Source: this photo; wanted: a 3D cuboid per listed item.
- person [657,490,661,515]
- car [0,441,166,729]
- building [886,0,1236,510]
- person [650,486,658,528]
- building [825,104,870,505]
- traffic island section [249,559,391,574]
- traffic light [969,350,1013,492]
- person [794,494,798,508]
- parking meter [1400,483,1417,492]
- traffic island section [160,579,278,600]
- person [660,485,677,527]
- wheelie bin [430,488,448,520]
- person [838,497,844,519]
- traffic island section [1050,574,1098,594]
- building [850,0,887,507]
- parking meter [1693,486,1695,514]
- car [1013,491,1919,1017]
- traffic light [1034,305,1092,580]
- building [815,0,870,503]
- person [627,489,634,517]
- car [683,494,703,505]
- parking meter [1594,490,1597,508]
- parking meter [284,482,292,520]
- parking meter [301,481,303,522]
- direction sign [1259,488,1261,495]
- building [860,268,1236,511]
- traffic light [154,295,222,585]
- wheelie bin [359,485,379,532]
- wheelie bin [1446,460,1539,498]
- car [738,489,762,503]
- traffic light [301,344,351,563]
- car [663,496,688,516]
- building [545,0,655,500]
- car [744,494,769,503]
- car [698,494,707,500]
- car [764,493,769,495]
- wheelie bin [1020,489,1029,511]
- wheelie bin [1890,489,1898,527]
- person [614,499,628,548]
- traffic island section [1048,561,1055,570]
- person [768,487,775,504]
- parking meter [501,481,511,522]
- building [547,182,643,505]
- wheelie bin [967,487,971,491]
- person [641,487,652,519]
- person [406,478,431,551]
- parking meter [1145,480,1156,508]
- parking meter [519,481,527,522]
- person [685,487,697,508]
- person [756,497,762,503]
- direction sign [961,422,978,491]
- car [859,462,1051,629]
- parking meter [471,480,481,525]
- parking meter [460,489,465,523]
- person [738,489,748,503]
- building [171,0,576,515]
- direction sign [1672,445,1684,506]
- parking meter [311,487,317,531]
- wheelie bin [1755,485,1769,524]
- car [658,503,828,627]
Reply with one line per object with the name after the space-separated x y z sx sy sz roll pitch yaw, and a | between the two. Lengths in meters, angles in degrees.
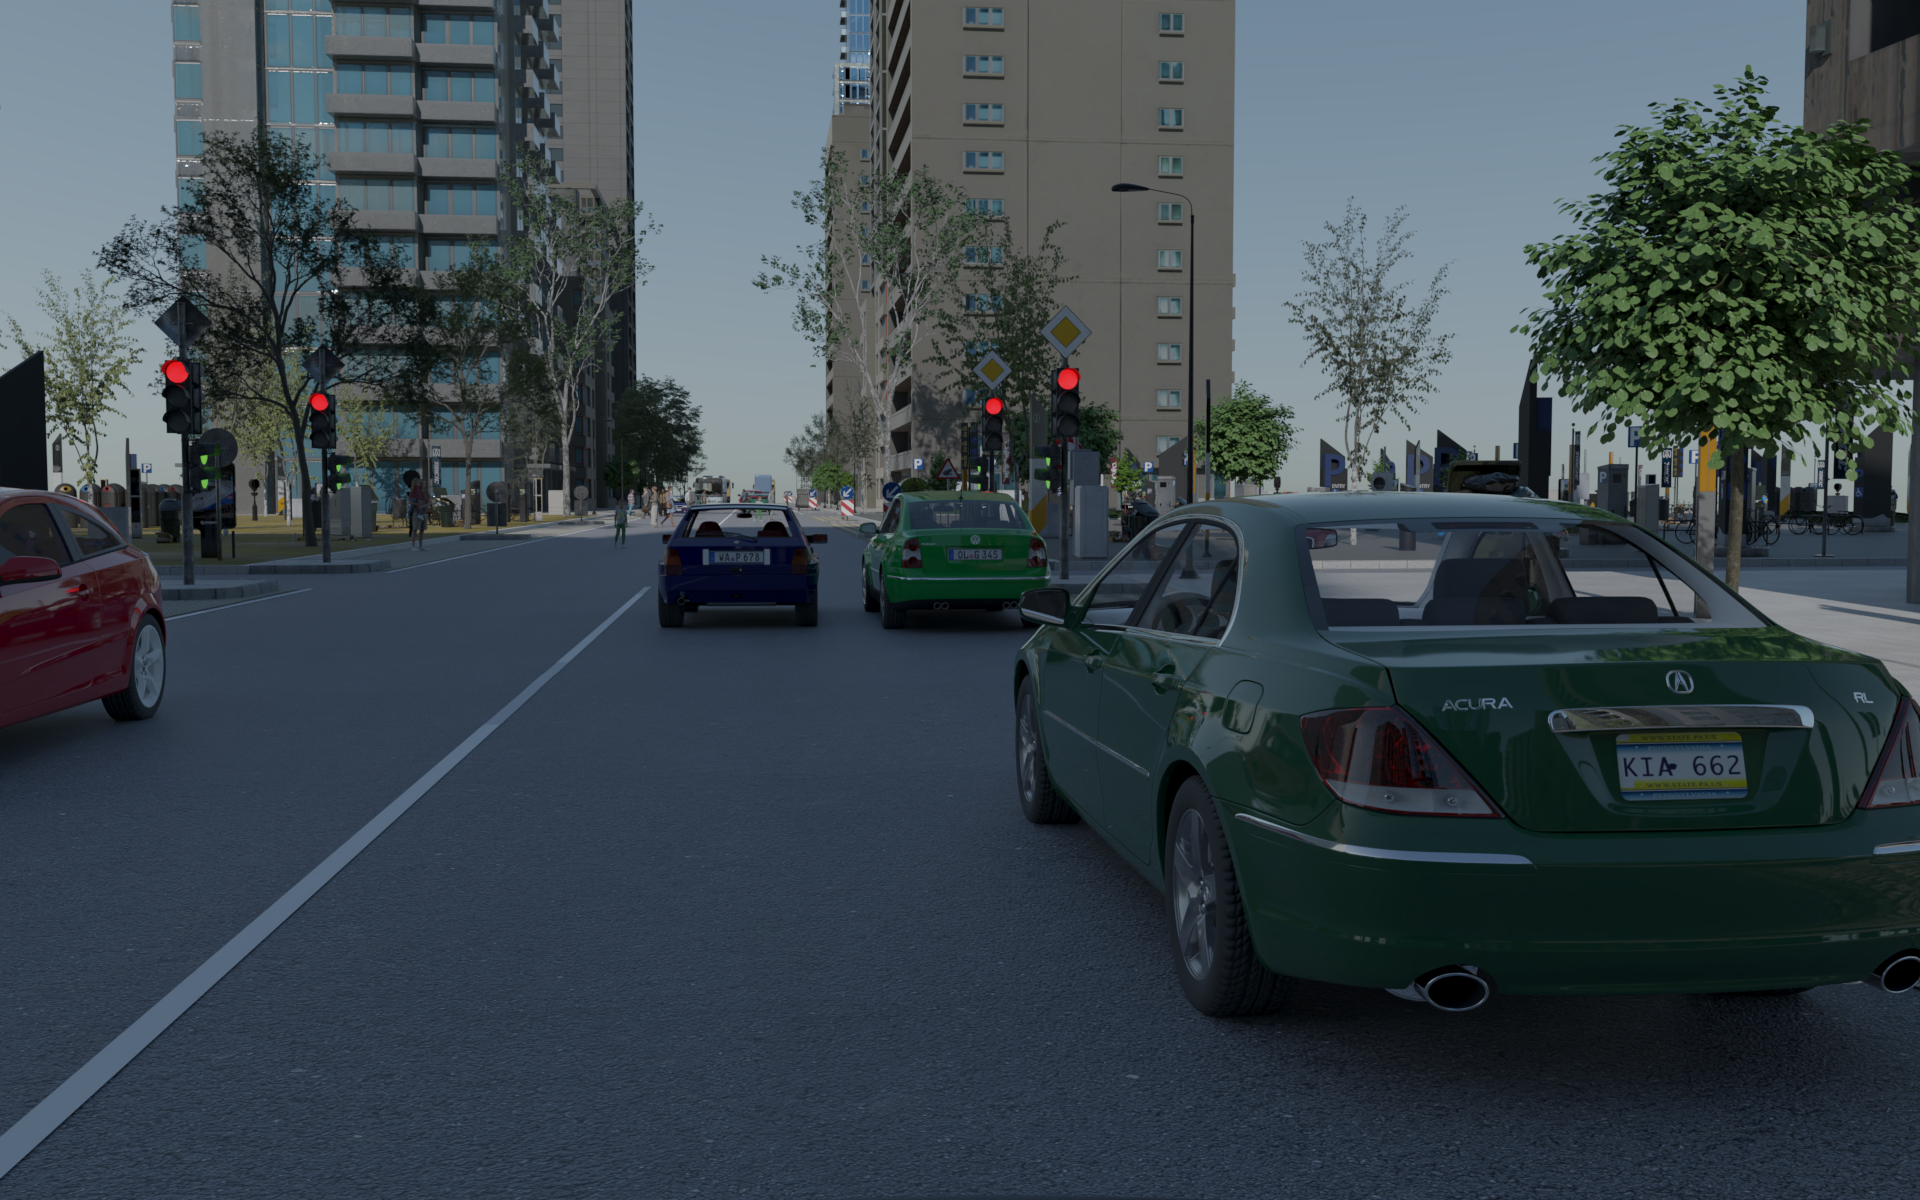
-20.916 -6.797 120.355 0.721 1.735 1.217 3 5 43 | person
-5.863 -0.027 9.481 2.155 1.783 4.494 0 4 -7 | car
6.286 -30.454 121.622 21.300 48.544 21.600 0 4 -7 | building
-13.064 -3.968 73.927 0.362 1.759 0.519 0 4 3 | person
-5.432 -36.026 212.723 21.300 48.544 21.600 0 4 -7 | building
-11.907 -0.626 32.516 2.009 0.180 2.903 0 4 -7 | traffic island section
0.606 -2.750 33.880 0.839 4.253 0.868 0 4 -7 | traffic light
-16.667 -10.289 177.657 0.756 1.711 0.436 -3 4 -36 | person
10.172 -1.891 39.331 0.372 1.533 0.369 0 3 0 | parking meter
-10.963 -0.141 24.586 2.009 0.180 2.903 0 4 -7 | traffic island section
-12.740 -4.103 75.677 0.778 1.811 0.616 1 4 9 | person
-25.378 -4.676 84.369 0.980 1.594 0.693 -3 4 -36 | wheelie bin
-6.630 -5.175 97.376 0.475 1.303 0.640 -2 4 -23 | person
1.591 -0.232 26.070 2.009 0.180 2.903 0 4 -7 | traffic island section
-0.237 -44.835 171.302 20.563 71.187 20.611 0 4 -7 | building
46.001 -6.268 108.191 0.399 1.863 0.255 0 4 3 | parking meter
1.361 0.338 6.272 2.131 1.459 4.920 0 4 -7 | car
1.550 -2.265 25.951 0.839 4.253 0.868 0 4 -7 | traffic light
-9.527 -57.438 251.787 22.319 86.520 31.000 0 4 -7 | building
-20.417 -5.995 107.351 0.643 1.720 0.563 -2 4 -35 | person
-22.075 -7.968 142.067 2.131 1.459 4.920 0 4 -6 | car
25.074 -3.640 67.918 0.372 1.533 0.369 0 3 0 | parking meter
-32.972 -4.849 84.994 0.255 1.863 0.399 0 4 3 | parking meter
-29.647 -4.459 78.613 0.255 1.863 0.399 2 4 24 | parking meter
9.855 -3.969 56.886 0.379 3.537 0.876 1 4 20 | direction sign
6.148 -18.572 148.693 27.650 21.520 28.899 0 4 -7 | building
-10.922 -2.173 24.457 0.839 4.253 0.868 0 4 -7 | traffic light
-20.044 -3.081 58.285 0.693 1.594 0.980 1 4 13 | wheelie bin
4.944 -0.508 16.221 0.980 1.594 0.693 0 4 5 | wheelie bin
-17.557 -8.393 145.903 2.281 1.827 5.304 -1 4 -9 | car
-11.866 -2.658 32.386 0.839 4.253 0.868 0 4 -7 | traffic light
-18.448 -6.141 112.990 1.945 1.354 3.894 0 4 -8 | car
-50.502 -48.074 224.261 20.563 71.187 20.611 0 4 -7 | building
-13.769 -6.555 118.969 2.131 1.459 4.920 0 4 -8 | car
-22.648 -8.307 147.611 2.131 1.459 4.920 -1 4 -9 | car
-24.020 -12.459 212.745 2.155 1.783 4.494 0 4 -7 | car
3.621 -5.616 99.737 0.693 1.594 0.980 -1 4 -17 | wheelie bin
34.012 -3.410 63.668 0.980 1.594 0.693 -1 4 -19 | wheelie bin
-9.122 -2.066 46.525 0.306 1.304 0.590 -2 4 -35 | person
0.647 -0.717 33.999 2.009 0.180 2.903 0 4 -7 | traffic island section
-10.235 -5.244 94.335 0.391 1.810 0.635 0 4 2 | person
-20.541 -4.442 78.331 0.399 1.863 0.255 1 4 13 | parking meter
-53.905 -31.224 202.386 32.217 40.220 23.993 0 4 -7 | building
0.568 -4.408 79.979 0.693 1.594 0.980 -1 4 -18 | wheelie bin
-18.114 -5.608 100.158 0.822 1.834 0.622 -3 4 -36 | person
-13.539 -2.129 43.291 0.573 1.828 0.580 0 4 -5 | person
7.927 -4.059 72.081 0.399 1.863 0.255 1 4 18 | parking meter
-19.853 -4.466 78.730 0.255 1.863 0.399 0 4 0 | parking meter
-15.179 -5.455 97.782 0.679 1.850 0.850 -1 4 -17 | person
-10.415 -4.698 89.567 0.590 1.304 0.306 2 4 35 | person
0.295 -3.837 54.724 0.379 3.537 0.876 -2 4 -34 | direction sign
-0.133 -0.676 19.855 1.959 1.807 4.718 0 4 -7 | car
-20.375 -4.106 72.850 0.255 1.863 0.399 1 4 18 | parking meter
-21.616 -4.110 75.609 0.372 1.533 0.369 0 3 0 | parking meter
-16.874 -7.744 135.107 0.705 1.826 1.348 1 4 23 | person
-39.953 -30.623 120.292 23.786 49.044 30.456 0 4 -7 | building
33.538 -5.441 80.959 0.876 3.537 0.379 -3 4 -38 | direction sign
-22.458 -3.147 59.870 0.372 1.533 0.369 0 3 0 | parking meter
28.695 -3.339 62.497 0.693 1.594 0.980 -3 5 -42 | wheelie bin
-2.500 -0.455 20.025 1.945 1.354 3.894 0 4 -5 | car
